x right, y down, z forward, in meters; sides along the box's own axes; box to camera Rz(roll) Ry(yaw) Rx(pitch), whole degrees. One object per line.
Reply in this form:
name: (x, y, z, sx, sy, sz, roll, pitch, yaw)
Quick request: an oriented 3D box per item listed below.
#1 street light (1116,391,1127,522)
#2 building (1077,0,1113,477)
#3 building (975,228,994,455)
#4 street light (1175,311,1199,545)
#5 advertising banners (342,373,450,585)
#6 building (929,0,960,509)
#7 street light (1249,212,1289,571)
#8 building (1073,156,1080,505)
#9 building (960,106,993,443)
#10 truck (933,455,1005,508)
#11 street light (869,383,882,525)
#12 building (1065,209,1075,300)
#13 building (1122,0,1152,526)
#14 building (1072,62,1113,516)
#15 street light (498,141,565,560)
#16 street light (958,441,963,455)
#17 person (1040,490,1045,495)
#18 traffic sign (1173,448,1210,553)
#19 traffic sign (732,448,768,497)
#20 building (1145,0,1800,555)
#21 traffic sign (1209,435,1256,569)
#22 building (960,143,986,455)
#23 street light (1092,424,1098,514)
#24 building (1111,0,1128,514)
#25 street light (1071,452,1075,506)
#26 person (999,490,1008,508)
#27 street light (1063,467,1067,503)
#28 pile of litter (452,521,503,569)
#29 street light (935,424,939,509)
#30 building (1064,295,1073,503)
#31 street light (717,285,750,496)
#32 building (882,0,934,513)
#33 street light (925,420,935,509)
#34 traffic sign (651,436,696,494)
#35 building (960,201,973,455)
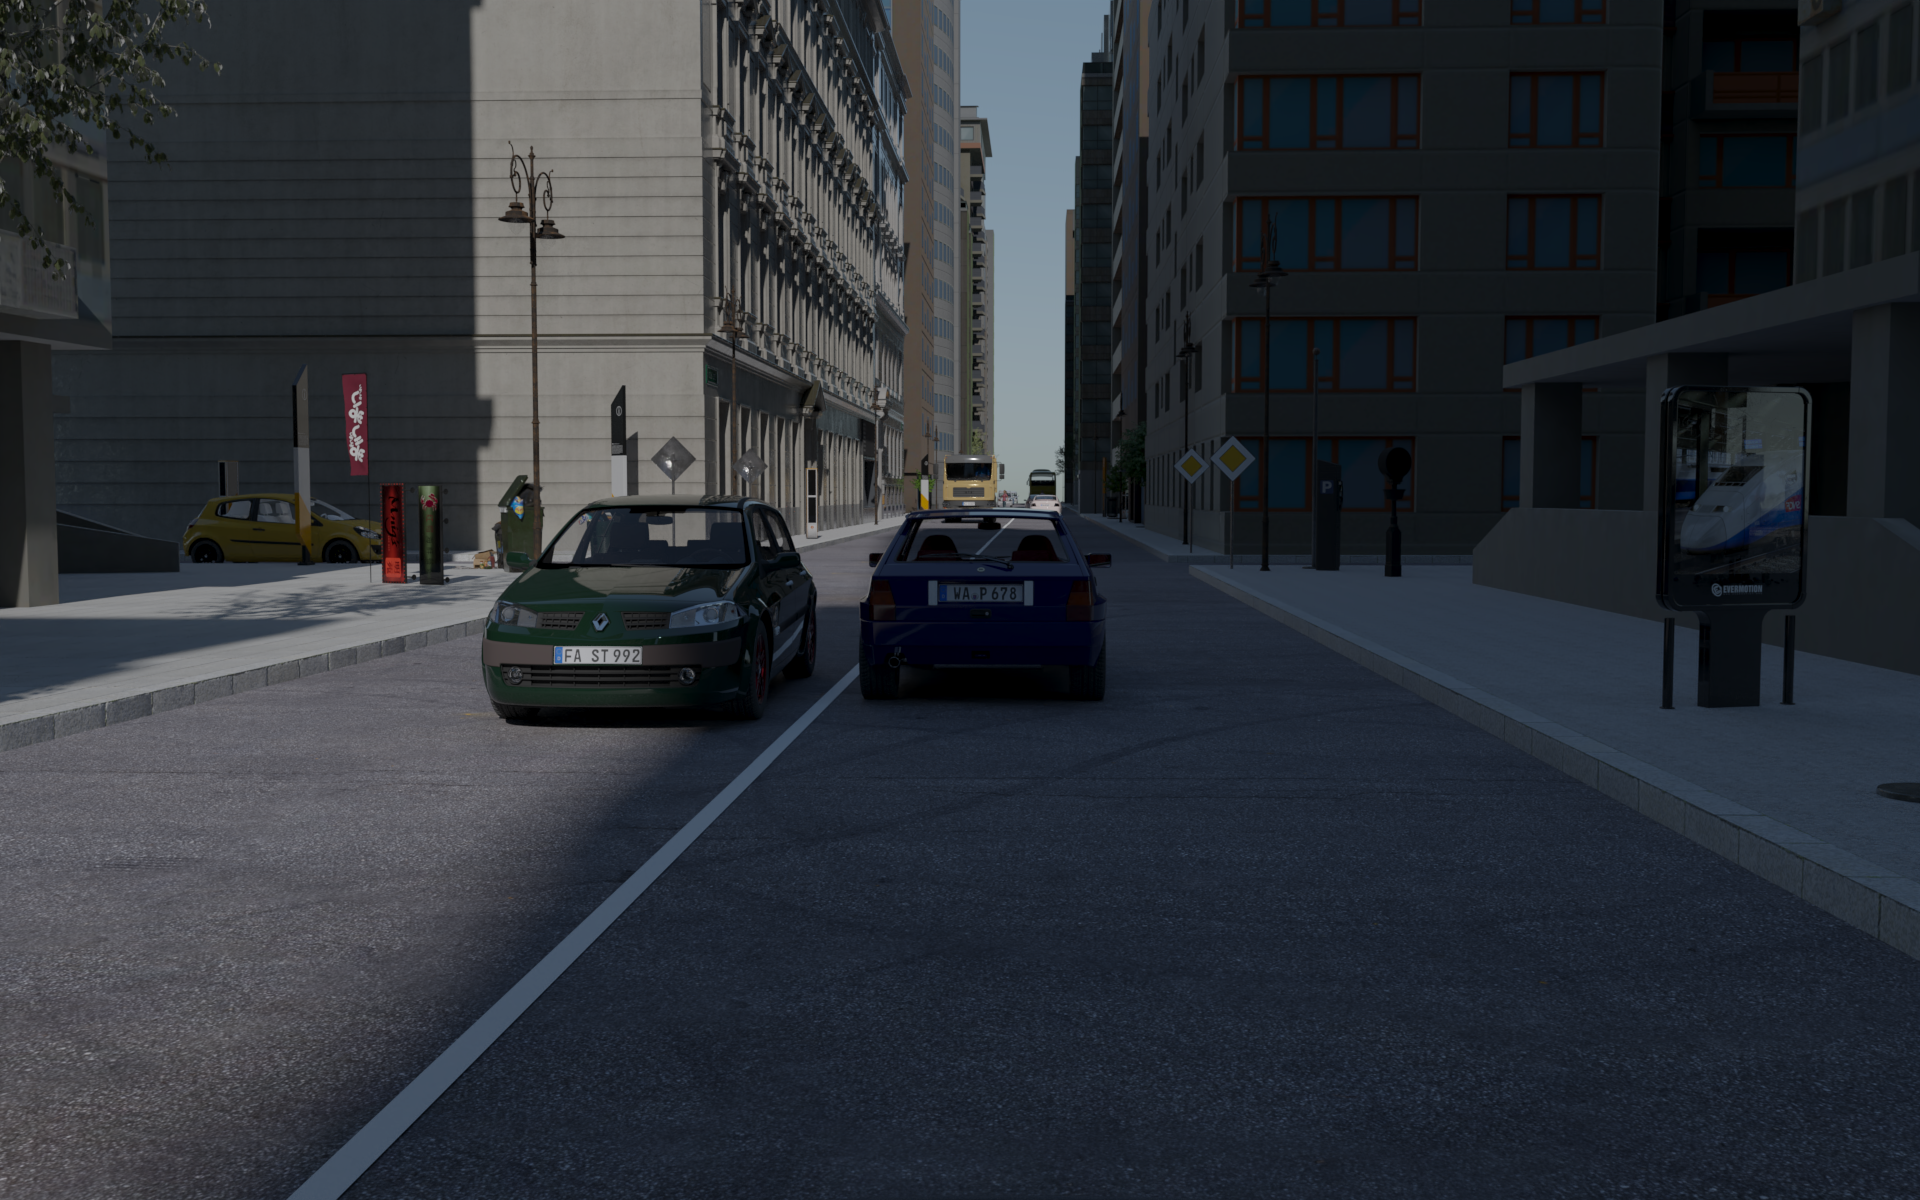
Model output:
street light: (7.257, -6.438, 78.055, 0.468, 5.910, 1.993, 0, 4, 3)
building: (23.873, -33.804, 172.299, 23.786, 49.044, 30.456, 0, 4, 3)
building: (-2.041, -35.294, 260.658, 14.154, 41.232, 14.086, 0, 4, 3)
street light: (5.731, -4.346, 43.842, 0.468, 5.910, 1.993, 0, 4, 3)
advertising banners: (-8.090, -1.747, 24.751, 2.074, 3.025, 0.090, 2, 4, 30)
building: (-11.072, -36.690, 141.883, 21.231, 58.520, 28.212, 0, 4, 3)
street light: (5.093, -3.422, 28.737, 0.468, 5.910, 1.993, 0, 4, 3)
building: (20.946, -32.305, 211.773, 14.154, 41.232, 14.086, 0, 4, 3)
building: (-10.188, -39.785, 239.728, 28.713, 52.752, 27.495, 0, 4, 3)
truck: (0.548, -5.592, 87.358, 3.469, 3.379, 9.791, 0, 4, 2)
street light: (-3.505, -6.082, 72.223, 0.468, 5.910, 1.993, 0, 4, 3)
building: (22.979, -37.545, 263.977, 14.600, 45.320, 14.200, 0, 4, 3)
building: (14.346, -25.997, 75.154, 14.600, 45.320, 14.200, 0, 4, 3)
building: (15.195, -21.264, 119.368, 14.160, 30.474, 14.107, 0, 4, 3)
street light: (-5.684, -3.081, 23.159, 0.468, 5.910, 1.993, 0, 4, 3)
street light: (0.104, -10.763, 148.756, 0.468, 5.910, 1.993, 0, 4, 3)
person: (6.330, -7.521, 132.413, 0.756, 1.711, 0.436, 2, 4, 30)
traffic sign: (5.021, -2.078, 37.618, 0.795, 2.450, 0.064, 0, 4, 3)
traffic sign: (-4.612, -2.106, 38.077, 0.795, 2.450, 0.064, 0, 4, 3)
building: (20.635, -12.473, 48.978, 28.899, 21.520, 27.650, 0, 4, 3)
traffic sign: (4.657, -1.590, 29.642, 0.795, 2.450, 0.064, 0, 4, 3)
building: (-8.134, -34.073, 211.711, 22.147, 44.769, 28.867, 0, 4, 3)
street light: (9.229, -9.019, 120.247, 0.468, 5.910, 1.993, 0, 4, 3)
building: (19.998, -29.173, 100.678, 21.300, 48.544, 21.600, 0, 4, 3)
street light: (13.152, -14.161, 204.317, 0.468, 5.910, 1.993, 0, 4, 3)
person: (3.284, -7.418, 130.503, 0.721, 1.743, 1.217, -2, 4, -32)
street light: (16.170, -18.289, 271.815, 0.468, 5.910, 1.993, 0, 4, 3)
pile of litter: (-7.939, -0.983, 30.036, 1.719, 0.858, 1.176, -1, 4, -10)
street light: (-1.565, -8.699, 115.018, 0.468, 5.910, 1.993, 0, 4, 3)
building: (22.106, -29.273, 250.311, 14.160, 30.474, 14.107, 0, 4, 3)
street light: (-5.014, -4.018, 38.478, 0.468, 5.910, 1.993, 0, 4, 3)
building: (-9.137, -28.795, 120.915, 14.600, 45.320, 14.200, 0, 4, 3)
street light: (-1.965, -8.181, 106.552, 0.468, 5.910, 1.993, 0, 4, 3)
traffic sign: (-4.976, -1.618, 30.100, 0.795, 2.450, 0.064, 0, 4, 3)
building: (-5.982, -24.852, 178.023, 14.160, 30.474, 14.107, 0, 4, 3)
